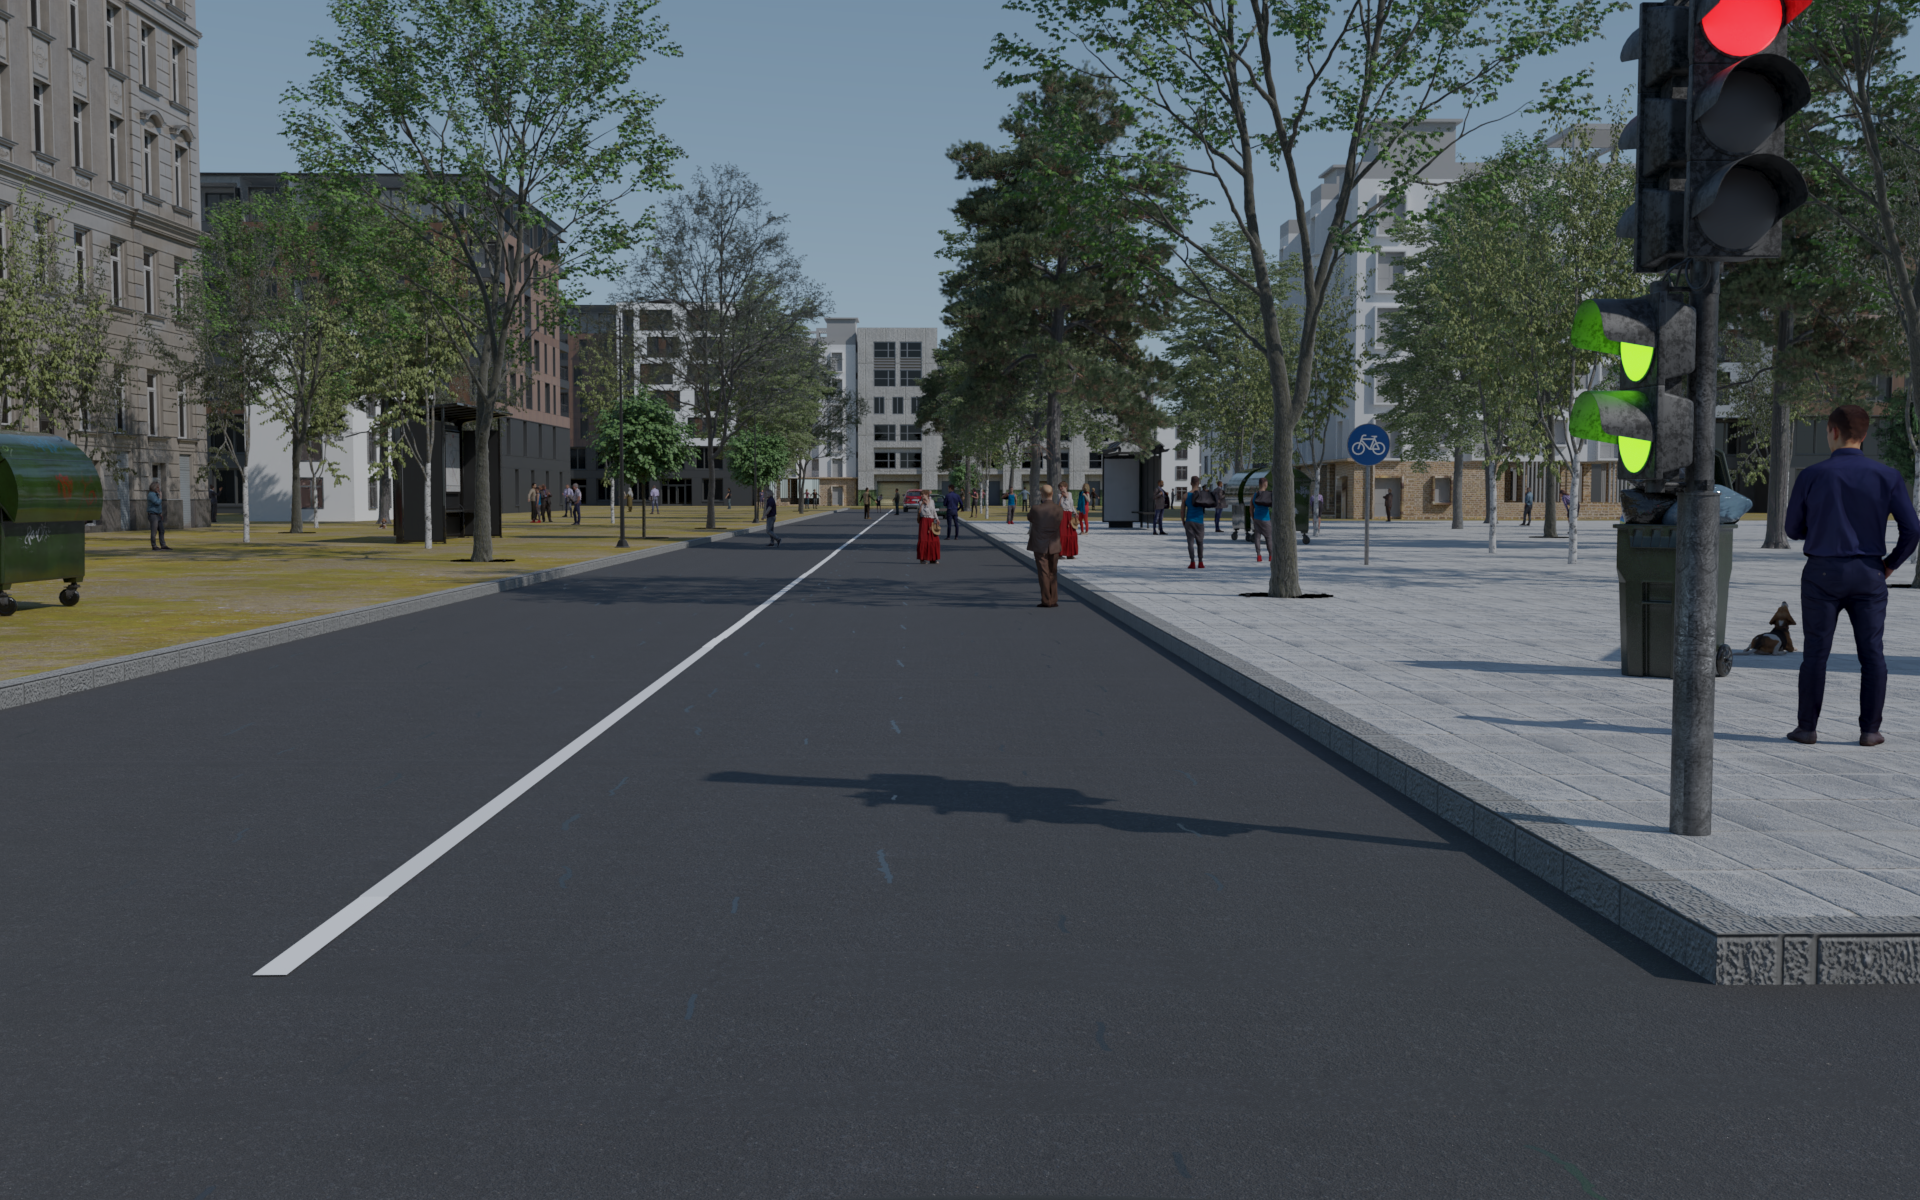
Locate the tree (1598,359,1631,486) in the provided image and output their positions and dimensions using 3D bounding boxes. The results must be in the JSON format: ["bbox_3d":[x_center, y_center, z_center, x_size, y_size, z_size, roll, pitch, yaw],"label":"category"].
[{"bbox_3d":[25.928,-7.036,65.402,4.360,8.622,3.978,0,3,0],"label":"tree"}]

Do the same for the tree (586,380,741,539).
[{"bbox_3d":[-9.243,-4.059,50.072,4.285,4.588,4.351,0,3,0],"label":"tree"}]

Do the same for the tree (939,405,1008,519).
[{"bbox_3d":[1.217,-8.533,89.872,4.360,8.622,3.978,0,3,0],"label":"tree"}]

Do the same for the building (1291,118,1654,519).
[{"bbox_3d":[27.229,-14.488,93.298,16.016,20.091,11.380,0,4,-2],"label":"building"}]

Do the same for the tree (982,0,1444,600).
[{"bbox_3d":[4.119,-5.846,21.343,9.928,11.665,9.643,0,3,0],"label":"tree"}]

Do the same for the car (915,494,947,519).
[{"bbox_3d":[-1.548,-5.467,99.176,2.009,1.686,4.222,0,4,-3],"label":"car"}]

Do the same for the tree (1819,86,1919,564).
[{"bbox_3d":[17.809,-4.965,31.541,4.360,8.622,3.978,0,3,0],"label":"tree"}]

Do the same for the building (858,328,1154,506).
[{"bbox_3d":[4.688,-19.956,192.738,31.486,18.905,16.747,0,4,-2],"label":"building"}]

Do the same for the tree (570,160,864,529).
[{"bbox_3d":[-9.018,-9.354,63.310,12.009,13.543,11.850,0,3,0],"label":"tree"}]

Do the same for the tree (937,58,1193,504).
[{"bbox_3d":[2.357,-7.410,43.202,6.751,12.117,7.091,0,3,0],"label":"tree"}]

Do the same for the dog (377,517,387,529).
[{"bbox_3d":[-21.488,-2.848,64.293,0.550,0.427,0.748,2,4,27],"label":"dog"}]

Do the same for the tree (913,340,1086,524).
[{"bbox_3d":[2.123,-8.571,74.554,8.767,10.594,7.601,0,4,1],"label":"tree"}]

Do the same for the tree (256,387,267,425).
[{"bbox_3d":[-24.359,-7.010,64.978,4.737,8.622,4.395,0,3,0],"label":"tree"}]

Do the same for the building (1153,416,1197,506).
[{"bbox_3d":[34.880,-15.173,190.228,28.070,9.664,9.099,0,4,-2],"label":"building"}]

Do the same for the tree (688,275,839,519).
[{"bbox_3d":[-10.154,-10.498,89.764,7.486,12.596,7.792,0,3,0],"label":"tree"}]

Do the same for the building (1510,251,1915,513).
[{"bbox_3d":[57.551,-17.263,126.217,32.646,21.610,27.936,0,4,-2],"label":"building"}]

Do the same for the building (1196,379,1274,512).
[{"bbox_3d":[24.225,-11.240,125.920,9.099,9.664,28.070,0,4,-2],"label":"building"}]

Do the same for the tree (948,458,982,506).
[{"bbox_3d":[0.391,-10.419,154.070,4.285,4.588,4.351,0,3,0],"label":"tree"}]

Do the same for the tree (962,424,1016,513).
[{"bbox_3d":[1.592,-10.061,114.854,4.737,8.622,4.395,0,3,0],"label":"tree"}]

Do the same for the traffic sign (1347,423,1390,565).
[{"bbox_3d":[7.363,-1.907,31.292,0.768,2.556,0.104,0,4,6],"label":"traffic sign"}]

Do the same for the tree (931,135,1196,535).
[{"bbox_3d":[2.774,-8.358,54.781,7.486,12.596,7.792,0,3,0],"label":"tree"}]

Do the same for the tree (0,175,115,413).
[{"bbox_3d":[-22.258,-5.528,40.752,4.737,8.622,4.395,0,3,0],"label":"tree"}]

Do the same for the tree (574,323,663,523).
[{"bbox_3d":[-15.030,-7.665,75.692,4.737,8.622,4.395,0,3,0],"label":"tree"}]

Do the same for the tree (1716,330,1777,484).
[{"bbox_3d":[24.275,-6.203,51.788,4.360,8.622,3.978,0,3,0],"label":"tree"}]

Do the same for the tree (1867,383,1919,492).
[{"bbox_3d":[46.627,-6.563,70.206,20.602,7.101,11.467,-2,4,-35],"label":"tree"}]

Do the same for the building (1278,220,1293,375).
[{"bbox_3d":[27.785,-15.234,105.490,16.016,20.091,11.380,0,4,-2],"label":"building"}]

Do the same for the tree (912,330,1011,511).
[{"bbox_3d":[0.389,-13.470,127.665,7.806,13.903,7.818,0,3,0],"label":"tree"}]

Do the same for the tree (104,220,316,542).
[{"bbox_3d":[-19.252,-5.844,45.908,4.360,8.622,3.978,0,3,0],"label":"tree"}]

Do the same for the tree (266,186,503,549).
[{"bbox_3d":[-12.761,-5.521,40.638,4.737,8.622,4.395,0,3,0],"label":"tree"}]

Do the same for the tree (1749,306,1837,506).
[{"bbox_3d":[27.507,-6.583,58.002,4.737,8.622,4.395,0,3,0],"label":"tree"}]

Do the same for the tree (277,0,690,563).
[{"bbox_3d":[-8.878,-6.528,32.481,9.928,11.665,9.643,0,3,0],"label":"tree"}]

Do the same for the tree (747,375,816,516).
[{"bbox_3d":[-10.714,-9.230,101.266,4.737,8.622,4.395,0,3,0],"label":"tree"}]

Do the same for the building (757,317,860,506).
[{"bbox_3d":[-16.731,-20.518,191.896,11.380,20.091,16.016,0,4,-2],"label":"building"}]

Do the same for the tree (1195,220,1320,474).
[{"bbox_3d":[11.443,-9.457,72.747,7.486,12.596,7.792,0,3,0],"label":"tree"}]

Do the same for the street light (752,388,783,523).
[{"bbox_3d":[-8.456,-6.332,76.075,1.470,5.913,1.316,0,4,-2],"label":"street light"}]

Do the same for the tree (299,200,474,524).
[{"bbox_3d":[-24.488,-10.194,74.091,7.806,13.903,7.818,0,3,0],"label":"tree"}]

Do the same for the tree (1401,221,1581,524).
[{"bbox_3d":[22.954,-10.264,75.245,7.806,13.903,7.818,0,3,0],"label":"tree"}]

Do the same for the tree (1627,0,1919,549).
[{"bbox_3d":[19.535,-8.137,40.467,7.806,13.903,7.818,0,3,0],"label":"tree"}]

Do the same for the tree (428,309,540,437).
[{"bbox_3d":[-18.686,-7.197,68.040,4.360,8.622,3.978,0,3,0],"label":"tree"}]

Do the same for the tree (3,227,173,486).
[{"bbox_3d":[-24.473,-5.963,47.850,4.360,8.622,3.978,0,3,0],"label":"tree"}]

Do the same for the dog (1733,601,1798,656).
[{"bbox_3d":[6.492,0.229,13.991,0.748,0.427,0.550,0,4,-1],"label":"dog"}]

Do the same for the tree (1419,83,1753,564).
[{"bbox_3d":[11.175,-4.975,31.702,4.737,8.622,4.395,0,3,0],"label":"tree"}]

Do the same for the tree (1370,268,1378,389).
[{"bbox_3d":[11.583,-5.302,37.057,4.737,8.622,4.395,0,3,0],"label":"tree"}]

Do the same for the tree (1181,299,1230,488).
[{"bbox_3d":[10.299,-6.895,63.091,4.737,8.622,4.395,0,3,0],"label":"tree"}]

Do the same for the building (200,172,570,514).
[{"bbox_3d":[-46.490,-17.142,124.254,32.646,21.610,27.936,0,4,-2],"label":"building"}]

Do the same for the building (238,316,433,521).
[{"bbox_3d":[-33.336,-9.361,95.200,9.099,9.664,28.070,0,4,-2],"label":"building"}]

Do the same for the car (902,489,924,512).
[{"bbox_3d":[-3.484,-7.935,138.411,2.281,1.827,5.304,0,3,0],"label":"car"}]

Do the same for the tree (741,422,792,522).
[{"bbox_3d":[-9.303,-5.842,79.229,4.285,4.588,4.351,0,3,0],"label":"tree"}]

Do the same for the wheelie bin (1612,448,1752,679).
[{"bbox_3d":[5.036,-0.260,12.154,0.980,1.594,0.693,3,5,45],"label":"wheelie bin"}]

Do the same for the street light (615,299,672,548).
[{"bbox_3d":[-7.544,-4.207,41.326,1.470,5.913,1.316,0,4,-2],"label":"street light"}]

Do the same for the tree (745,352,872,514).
[{"bbox_3d":[-10.135,-10.826,111.415,8.767,10.594,7.601,-2,4,-25],"label":"tree"}]

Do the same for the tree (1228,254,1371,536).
[{"bbox_3d":[10.756,-6.247,52.500,4.737,8.622,4.395,0,3,0],"label":"tree"}]

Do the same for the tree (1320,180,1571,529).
[{"bbox_3d":[18.442,-8.846,62.755,7.486,12.596,7.792,0,3,0],"label":"tree"}]

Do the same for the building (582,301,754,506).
[{"bbox_3d":[-38.903,-21.622,197.497,32.646,21.610,27.936,0,4,-2],"label":"building"}]
